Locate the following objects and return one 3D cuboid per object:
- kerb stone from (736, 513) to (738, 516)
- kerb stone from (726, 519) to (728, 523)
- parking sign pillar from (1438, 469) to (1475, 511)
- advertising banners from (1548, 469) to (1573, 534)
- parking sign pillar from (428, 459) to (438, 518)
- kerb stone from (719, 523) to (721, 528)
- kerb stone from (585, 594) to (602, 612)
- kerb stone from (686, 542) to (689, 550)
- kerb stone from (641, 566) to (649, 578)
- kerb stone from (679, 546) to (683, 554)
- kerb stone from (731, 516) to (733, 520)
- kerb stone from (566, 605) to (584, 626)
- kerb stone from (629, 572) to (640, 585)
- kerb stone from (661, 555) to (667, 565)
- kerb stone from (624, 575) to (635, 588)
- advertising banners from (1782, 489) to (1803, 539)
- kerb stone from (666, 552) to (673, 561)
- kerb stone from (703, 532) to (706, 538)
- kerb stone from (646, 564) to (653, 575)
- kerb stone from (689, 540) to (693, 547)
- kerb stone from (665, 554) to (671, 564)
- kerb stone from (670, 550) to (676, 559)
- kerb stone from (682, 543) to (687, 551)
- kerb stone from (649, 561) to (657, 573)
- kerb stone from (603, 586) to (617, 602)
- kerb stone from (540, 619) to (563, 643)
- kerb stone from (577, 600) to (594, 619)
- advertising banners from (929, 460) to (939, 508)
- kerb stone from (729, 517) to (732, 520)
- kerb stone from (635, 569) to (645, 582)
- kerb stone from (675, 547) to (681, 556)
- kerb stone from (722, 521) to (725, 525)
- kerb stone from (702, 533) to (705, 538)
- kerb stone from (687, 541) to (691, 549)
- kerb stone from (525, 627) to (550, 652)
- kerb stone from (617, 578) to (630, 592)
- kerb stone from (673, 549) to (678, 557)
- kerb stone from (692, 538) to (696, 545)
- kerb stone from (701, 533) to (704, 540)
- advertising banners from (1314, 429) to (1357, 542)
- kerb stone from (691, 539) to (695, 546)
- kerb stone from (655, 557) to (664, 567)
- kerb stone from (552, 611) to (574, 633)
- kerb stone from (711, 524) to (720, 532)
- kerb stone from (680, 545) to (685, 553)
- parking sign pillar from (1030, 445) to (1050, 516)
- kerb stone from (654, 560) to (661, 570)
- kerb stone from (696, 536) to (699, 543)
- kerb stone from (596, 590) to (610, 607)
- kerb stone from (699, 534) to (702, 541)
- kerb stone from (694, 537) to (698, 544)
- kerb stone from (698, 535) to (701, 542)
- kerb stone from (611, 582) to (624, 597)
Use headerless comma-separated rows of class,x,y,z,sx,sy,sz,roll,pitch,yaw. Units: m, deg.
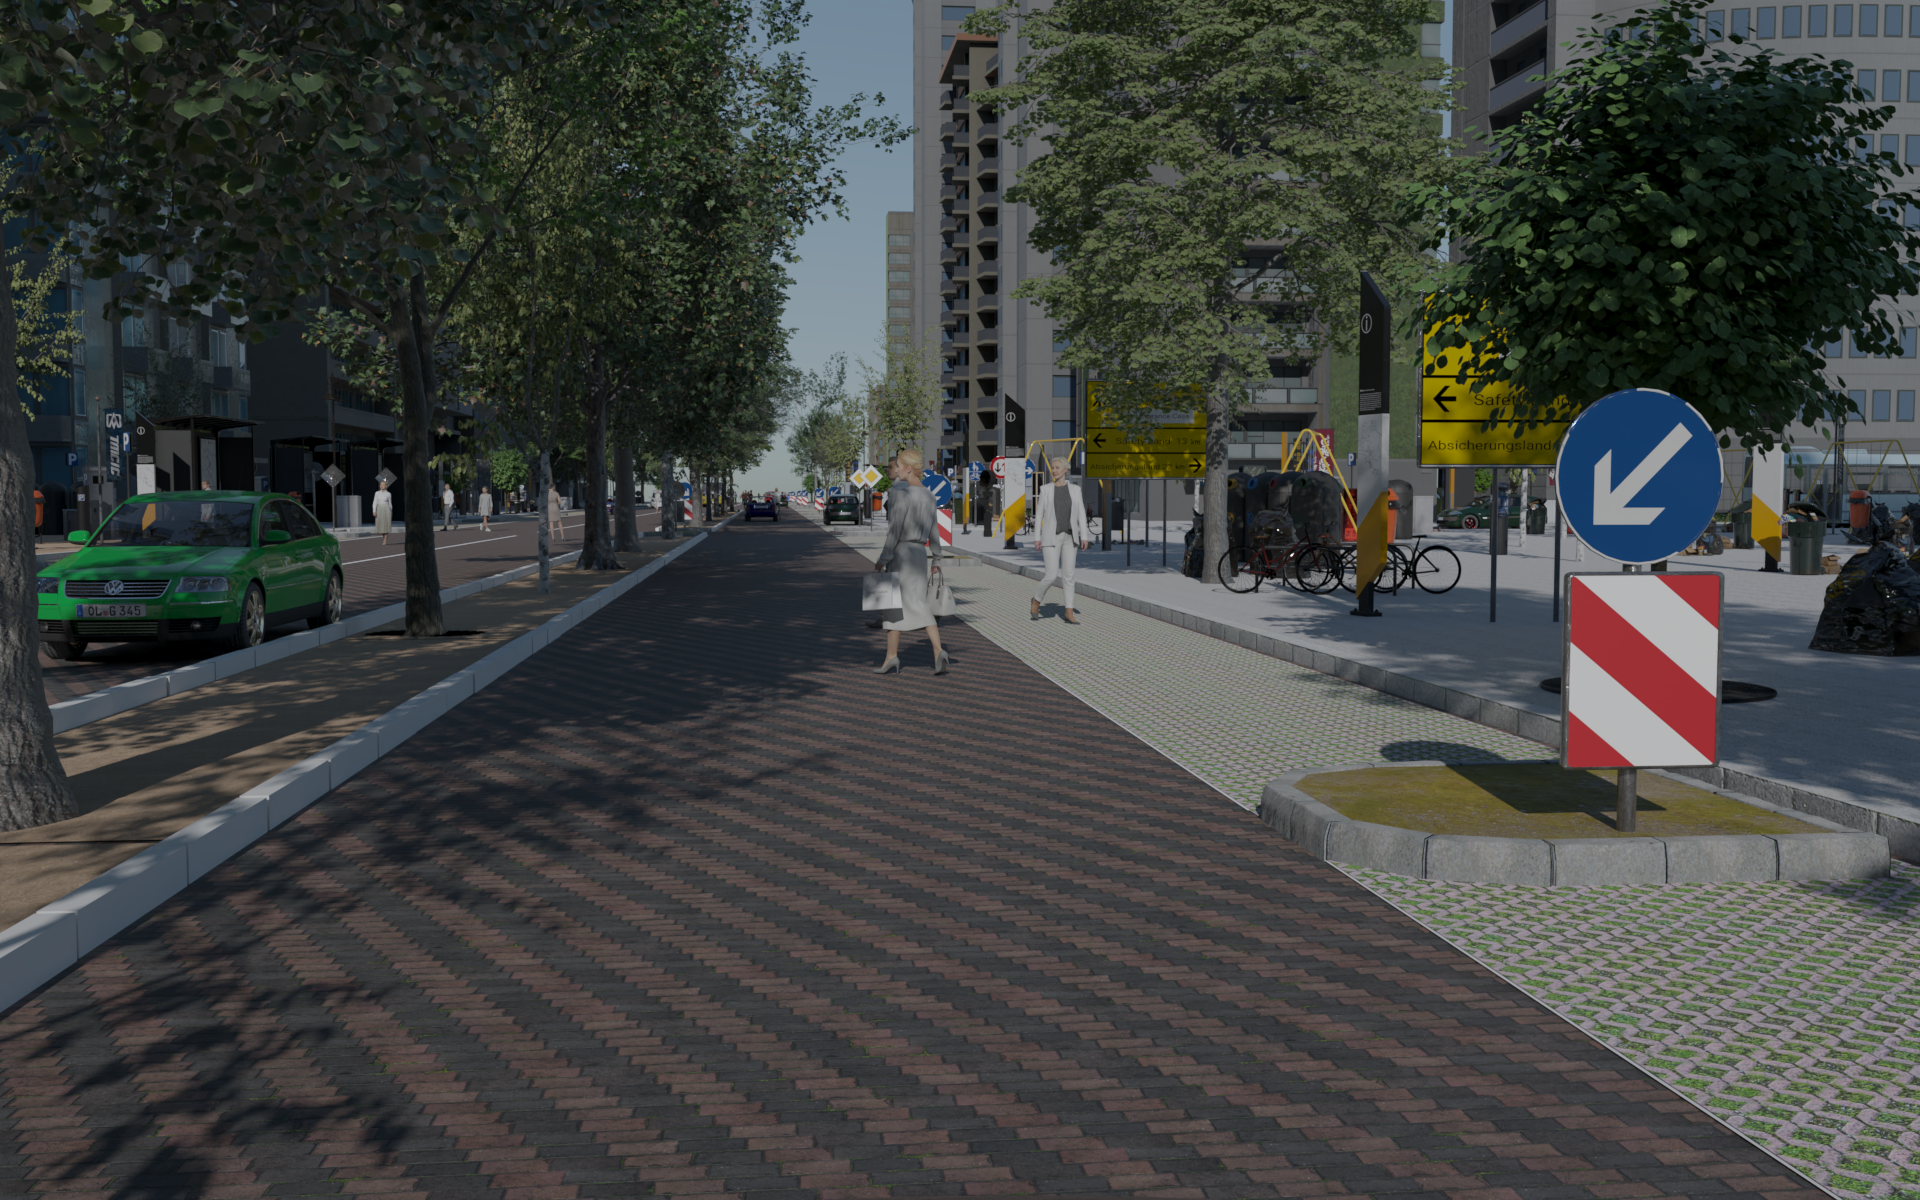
kerb stone,-13.594,-5.010,104.167,0.120,0.150,1.000,0,4,-6
kerb stone,-11.026,-3.581,80.741,0.120,0.150,1.000,0,4,-6
parking sign pillar,21.354,-5.242,74.173,1.447,3.967,1.447,0,4,4
advertising banners,19.616,-3.618,55.341,0.090,3.025,2.074,-3,4,-36
parking sign pillar,-29.139,-6.465,94.181,1.447,3.967,1.447,1,4,15
kerb stone,-9.903,-2.953,70.534,0.120,0.150,1.000,0,4,-6
kerb stone,-4.498,0.068,21.089,0.120,0.150,1.000,0,4,-6
kerb stone,-6.947,-1.303,43.507,0.120,0.150,1.000,0,4,-6
kerb stone,-5.389,-0.431,29.241,0.120,0.150,1.000,0,4,-6
kerb stone,-6.620,-1.112,40.448,0.120,0.150,1.000,0,4,-6
kerb stone,-12.143,-4.197,90.921,0.120,0.150,1.000,0,4,-6
kerb stone,-4.277,0.192,19.055,0.120,0.150,1.000,0,4,-6
kerb stone,-5.167,-0.306,27.197,0.120,0.150,1.000,0,4,-6
kerb stone,-5.960,-0.743,34.347,0.120,0.150,1.000,0,4,-6
kerb stone,-5.051,-0.242,26.181,0.120,0.150,1.000,0,4,-6
advertising banners,23.850,-3.291,49.991,0.090,3.025,2.074,0,4,3
kerb stone,-6.167,-0.866,36.381,0.120,0.150,1.000,0,4,-6
kerb stone,-8.182,-1.987,54.716,0.120,0.150,1.000,0,4,-6
kerb stone,-5.503,-0.484,30.263,0.120,0.150,1.000,0,4,-6
kerb stone,-7.173,-1.423,45.551,0.120,0.150,1.000,0,4,-6
kerb stone,-6.050,-0.806,35.366,0.120,0.150,1.000,0,4,-6
kerb stone,-6.283,-0.930,37.399,0.120,0.150,1.000,0,4,-6
kerb stone,-6.838,-1.237,42.484,0.120,0.150,1.000,0,4,-6
kerb stone,-5.606,-0.556,31.288,0.120,0.150,1.000,0,4,-6
kerb stone,-4.721,-0.057,23.127,0.120,0.150,1.000,0,4,-6
kerb stone,-4.046,0.320,17.024,0.120,0.150,1.000,0,4,-6
kerb stone,-4.384,0.130,20.072,0.120,0.150,1.000,0,4,-6
advertising banners,-1.064,-5.788,90.824,0.090,3.025,2.074,2,4,33
kerb stone,-11.911,-4.079,88.884,0.120,0.150,1.000,0,4,-6
kerb stone,-5.269,-0.368,28.214,0.120,0.150,1.000,0,4,-6
kerb stone,-6.507,-1.054,39.432,0.120,0.150,1.000,0,4,-6
kerb stone,-10.460,-3.269,75.638,0.120,0.150,1.000,0,4,-6
kerb stone,-8.061,-1.927,53.700,0.120,0.150,1.000,0,4,-6
kerb stone,-7.061,-1.366,44.528,0.120,0.150,1.000,0,4,-6
kerb stone,-3.939,0.382,16.001,0.120,0.150,1.000,0,4,-6
kerb stone,-4.940,-0.182,25.165,0.120,0.150,1.000,0,4,-6
kerb stone,-6.395,-0.992,38.415,0.120,0.150,1.000,0,4,-6
kerb stone,-7.396,-1.551,47.596,0.120,0.150,1.000,0,4,-6
kerb stone,-7.954,-1.865,52.684,0.120,0.150,1.000,0,4,-6
advertising banners,10.479,-3.058,46.194,2.074,3.025,0.090,1,4,17
kerb stone,-7.288,-1.491,46.571,0.120,0.150,1.000,0,4,-6
kerb stone,-5.843,-0.676,33.324,0.120,0.150,1.000,0,4,-6
kerb stone,-4.168,0.254,18.039,0.120,0.150,1.000,0,4,-6
kerb stone,-9.685,-2.829,68.502,0.120,0.150,1.000,0,4,-6
kerb stone,-6.728,-1.172,41.468,0.120,0.150,1.000,0,4,-6
parking sign pillar,4.598,-6.533,95.284,1.447,3.967,1.447,0,4,-6
kerb stone,-5.725,-0.614,32.303,0.120,0.150,1.000,0,4,-6
kerb stone,-7.622,-1.678,49.627,0.120,0.150,1.000,0,4,-6
kerb stone,-4.605,0.005,22.112,0.120,0.150,1.000,0,4,-6
kerb stone,-7.843,-1.802,51.660,0.120,0.150,1.000,0,4,-6
kerb stone,-7.505,-1.614,48.612,0.120,0.150,1.000,0,4,-6
kerb stone,-7.732,-1.740,50.644,0.120,0.150,1.000,0,4,-6
kerb stone,-4.828,-0.115,24.149,0.120,0.150,1.000,0,4,-6
